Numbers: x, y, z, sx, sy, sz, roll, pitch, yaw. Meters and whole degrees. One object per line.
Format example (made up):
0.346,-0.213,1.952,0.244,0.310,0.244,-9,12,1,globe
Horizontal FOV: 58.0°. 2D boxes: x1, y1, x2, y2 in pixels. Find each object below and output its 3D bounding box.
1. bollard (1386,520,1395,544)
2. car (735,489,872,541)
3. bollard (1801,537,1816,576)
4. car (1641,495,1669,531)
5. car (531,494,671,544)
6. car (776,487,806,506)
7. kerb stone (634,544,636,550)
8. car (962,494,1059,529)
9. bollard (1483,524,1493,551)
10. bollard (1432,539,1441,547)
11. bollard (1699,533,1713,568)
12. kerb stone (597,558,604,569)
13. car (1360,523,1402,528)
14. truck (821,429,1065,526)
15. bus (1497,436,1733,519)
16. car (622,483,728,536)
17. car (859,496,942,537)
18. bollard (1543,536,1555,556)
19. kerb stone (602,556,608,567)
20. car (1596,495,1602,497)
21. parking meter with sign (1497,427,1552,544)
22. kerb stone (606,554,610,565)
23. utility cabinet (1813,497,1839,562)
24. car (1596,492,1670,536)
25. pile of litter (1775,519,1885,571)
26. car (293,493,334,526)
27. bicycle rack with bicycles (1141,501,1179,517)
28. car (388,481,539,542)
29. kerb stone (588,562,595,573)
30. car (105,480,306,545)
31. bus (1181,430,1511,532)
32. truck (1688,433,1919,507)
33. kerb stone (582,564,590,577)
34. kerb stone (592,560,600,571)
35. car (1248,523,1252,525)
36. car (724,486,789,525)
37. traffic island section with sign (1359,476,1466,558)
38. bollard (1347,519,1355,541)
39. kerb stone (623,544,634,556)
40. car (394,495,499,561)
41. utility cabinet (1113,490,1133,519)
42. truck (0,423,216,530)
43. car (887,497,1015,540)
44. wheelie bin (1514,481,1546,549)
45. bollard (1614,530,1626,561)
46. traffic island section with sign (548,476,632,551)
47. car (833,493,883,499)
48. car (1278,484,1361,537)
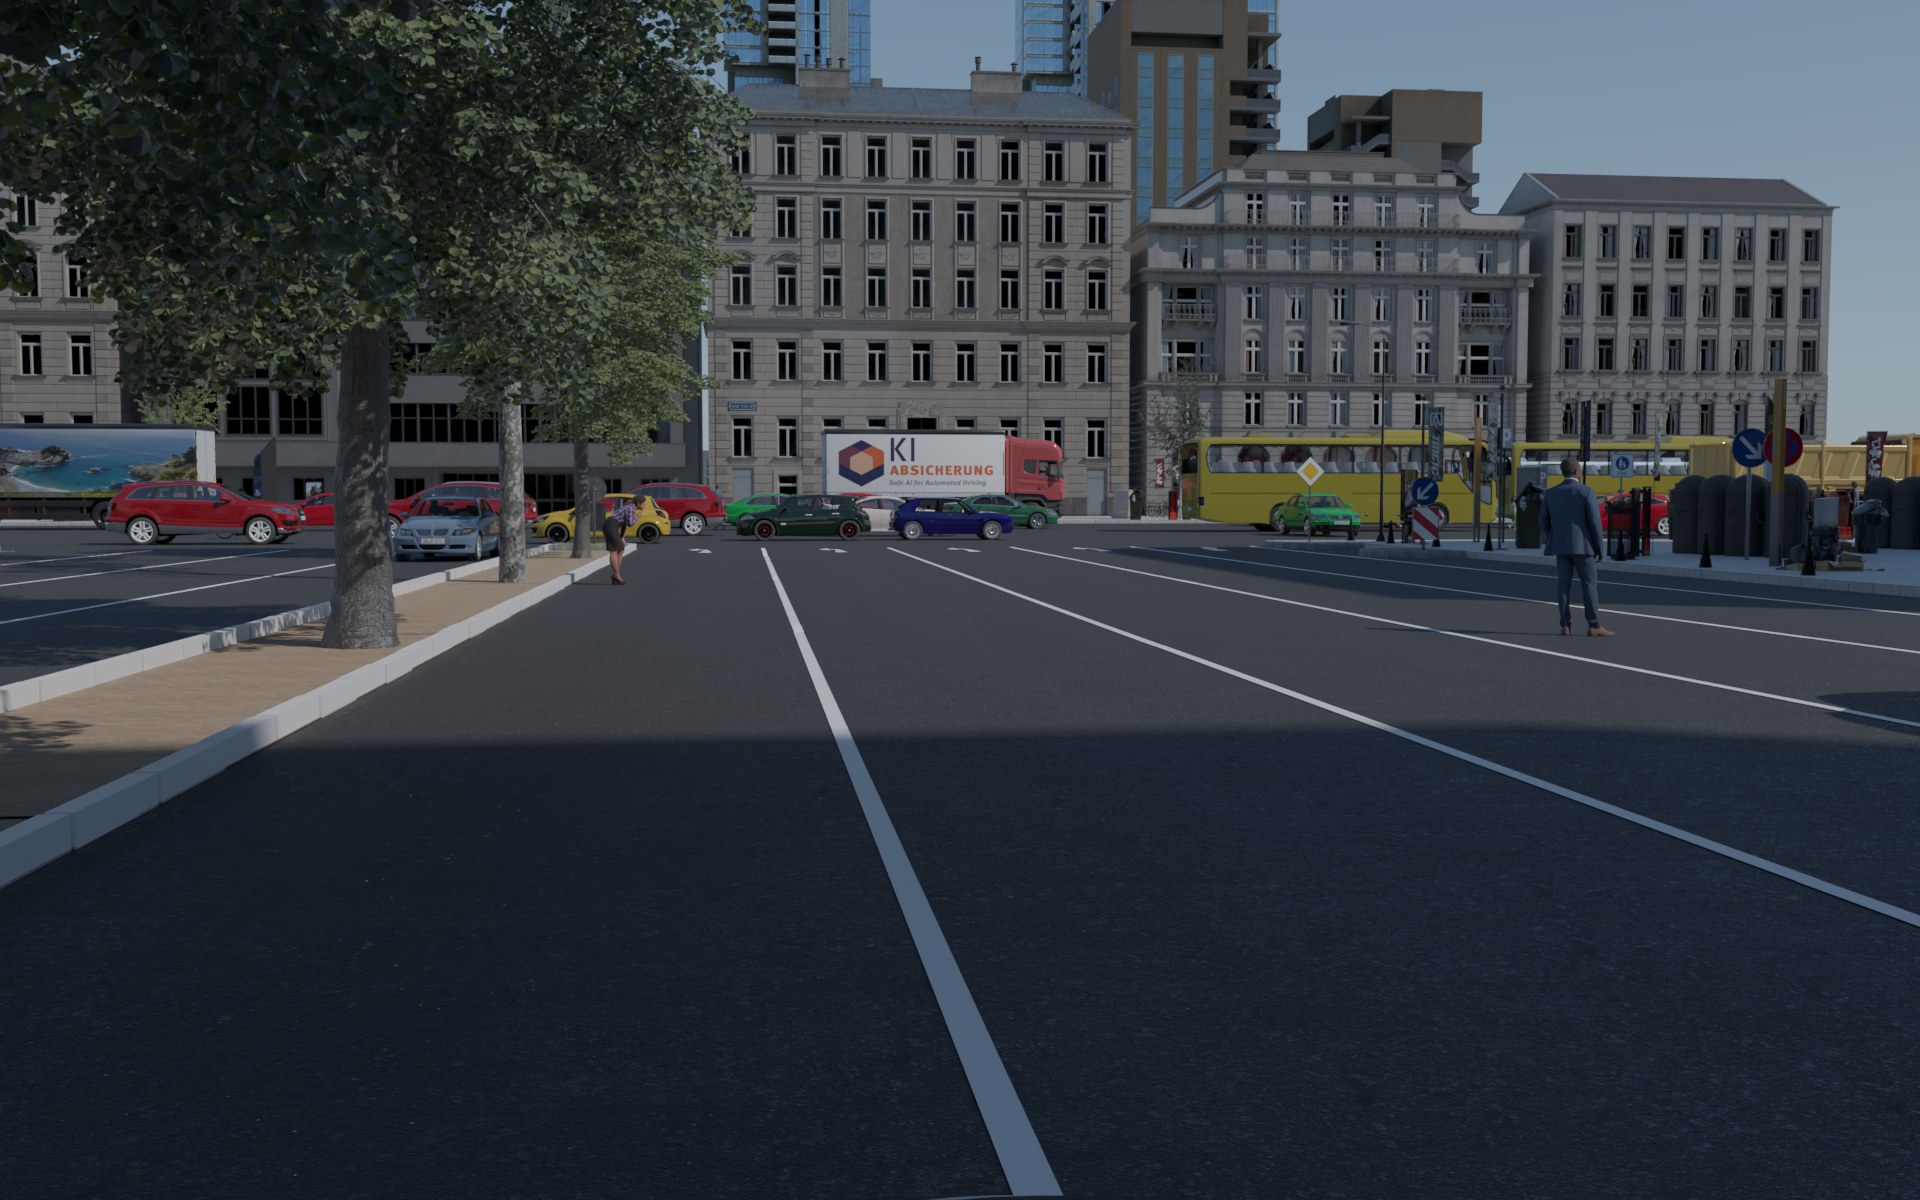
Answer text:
11.149,-1.760,44.814,0.229,0.601,0.229,0,3,0,bollard
-4.849,-2.686,53.699,4.222,1.686,2.009,0,4,-7,car
13.377,-0.688,27.291,0.229,0.601,0.229,0,3,0,bollard
27.624,-3.412,67.784,4.499,1.417,2.014,0,4,-8,car
-10.439,-2.455,50.367,3.980,1.641,2.015,0,4,-8,car
-5.586,-3.203,62.162,2.009,1.686,4.222,0,4,-7,car
-8.248,-1.290,43.290,0.120,0.150,1.000,0,4,-7,kerb stone
1.631,-3.647,71.422,4.920,1.459,2.131,0,4,-7,car
11.892,-1.402,38.964,0.229,0.601,0.229,0,3,0,bollard
11.524,-1.581,41.889,0.229,0.601,0.229,0,3,0,bollard
13.011,-0.866,30.208,0.229,0.601,0.229,0,3,0,bollard
-6.942,-0.663,33.043,0.120,0.150,1.000,0,4,-7,kerb stone
17.060,-3.755,73.200,4.920,1.459,2.131,-1,4,-9,car
-0.420,-5.359,76.530,11.283,4.237,2.839,0,4,-8,truck
28.702,-5.033,73.834,12.252,3.916,2.896,-1,4,-9,bus
-10.690,-3.121,59.698,5.304,1.827,2.281,0,4,-8,car
-2.344,-2.864,59.186,4.827,1.381,2.083,0,4,-5,car
12.263,-1.224,36.049,0.229,0.601,0.229,0,3,0,bollard
-7.066,-0.726,34.064,0.120,0.150,1.000,0,4,-7,kerb stone
27.290,-3.662,70.103,3.980,1.641,2.015,0,4,-7,car
14.769,-2.965,44.746,0.543,3.016,1.738,-3,4,-38,parking meter with sign
-7.191,-0.786,35.086,0.120,0.150,1.000,0,4,-7,kerb stone
16.670,-1.359,33.377,0.306,1.237,1.020,1,4,18,utility cabinet
22.618,-3.110,59.894,4.494,1.783,2.155,0,4,-5,car
14.677,-0.928,29.146,1.719,0.858,1.176,2,4,25,pile of litter
-24.814,-3.587,67.680,4.494,1.783,2.155,-1,4,-9,car
11.608,-5.108,96.902,2.852,0.926,2.925,-2,4,-28,bicycle rack with bicycles
-15.601,-2.710,52.976,5.304,1.827,2.281,0,4,-6,car
-6.677,-0.538,30.990,0.120,0.150,1.000,0,4,-7,kerb stone
-21.511,-2.498,49.522,5.304,1.827,2.281,-1,4,-9,car
14.785,-4.597,66.708,12.252,3.916,2.896,0,4,-8,bus
28.721,-3.674,56.001,9.791,3.379,3.469,0,4,-8,truck
-6.543,-0.475,29.966,0.120,0.150,1.000,0,4,-7,kerb stone
-6.814,-0.601,32.020,0.120,0.150,1.000,0,4,-7,kerb stone
14.285,-4.038,77.814,2.131,1.459,4.920,0,4,-7,car
-7.172,-3.693,69.182,4.718,1.807,1.959,0,4,-8,car
10.270,-1.904,39.757,1.989,1.847,2.006,0,4,-7,traffic island section with sign
10.780,-1.938,47.735,0.229,0.601,0.229,0,3,0,bollard
-8.117,-1.228,42.266,0.120,0.150,1.000,0,4,-7,kerb stone
-11.292,-1.618,38.461,2.014,1.417,4.499,0,4,-6,car
8.377,-4.922,89.149,0.318,1.500,1.173,-3,4,-37,utility cabinet
-36.135,-4.943,69.735,11.283,4.237,2.839,0,4,-6,truck
-0.288,-2.562,54.462,3.894,1.354,1.945,-1,4,-8,car
13.467,-2.017,40.884,0.693,1.594,0.980,1,4,23,wheelie bin
12.635,-1.045,33.133,0.229,0.601,0.229,0,3,0,bollard
-9.452,-2.221,44.455,2.006,1.907,1.989,0,4,-7,traffic island section with sign
-4.699,-3.543,66.973,4.494,1.783,2.155,0,4,-7,car
12.405,-3.128,59.938,1.959,1.807,4.718,0,4,-7,car
